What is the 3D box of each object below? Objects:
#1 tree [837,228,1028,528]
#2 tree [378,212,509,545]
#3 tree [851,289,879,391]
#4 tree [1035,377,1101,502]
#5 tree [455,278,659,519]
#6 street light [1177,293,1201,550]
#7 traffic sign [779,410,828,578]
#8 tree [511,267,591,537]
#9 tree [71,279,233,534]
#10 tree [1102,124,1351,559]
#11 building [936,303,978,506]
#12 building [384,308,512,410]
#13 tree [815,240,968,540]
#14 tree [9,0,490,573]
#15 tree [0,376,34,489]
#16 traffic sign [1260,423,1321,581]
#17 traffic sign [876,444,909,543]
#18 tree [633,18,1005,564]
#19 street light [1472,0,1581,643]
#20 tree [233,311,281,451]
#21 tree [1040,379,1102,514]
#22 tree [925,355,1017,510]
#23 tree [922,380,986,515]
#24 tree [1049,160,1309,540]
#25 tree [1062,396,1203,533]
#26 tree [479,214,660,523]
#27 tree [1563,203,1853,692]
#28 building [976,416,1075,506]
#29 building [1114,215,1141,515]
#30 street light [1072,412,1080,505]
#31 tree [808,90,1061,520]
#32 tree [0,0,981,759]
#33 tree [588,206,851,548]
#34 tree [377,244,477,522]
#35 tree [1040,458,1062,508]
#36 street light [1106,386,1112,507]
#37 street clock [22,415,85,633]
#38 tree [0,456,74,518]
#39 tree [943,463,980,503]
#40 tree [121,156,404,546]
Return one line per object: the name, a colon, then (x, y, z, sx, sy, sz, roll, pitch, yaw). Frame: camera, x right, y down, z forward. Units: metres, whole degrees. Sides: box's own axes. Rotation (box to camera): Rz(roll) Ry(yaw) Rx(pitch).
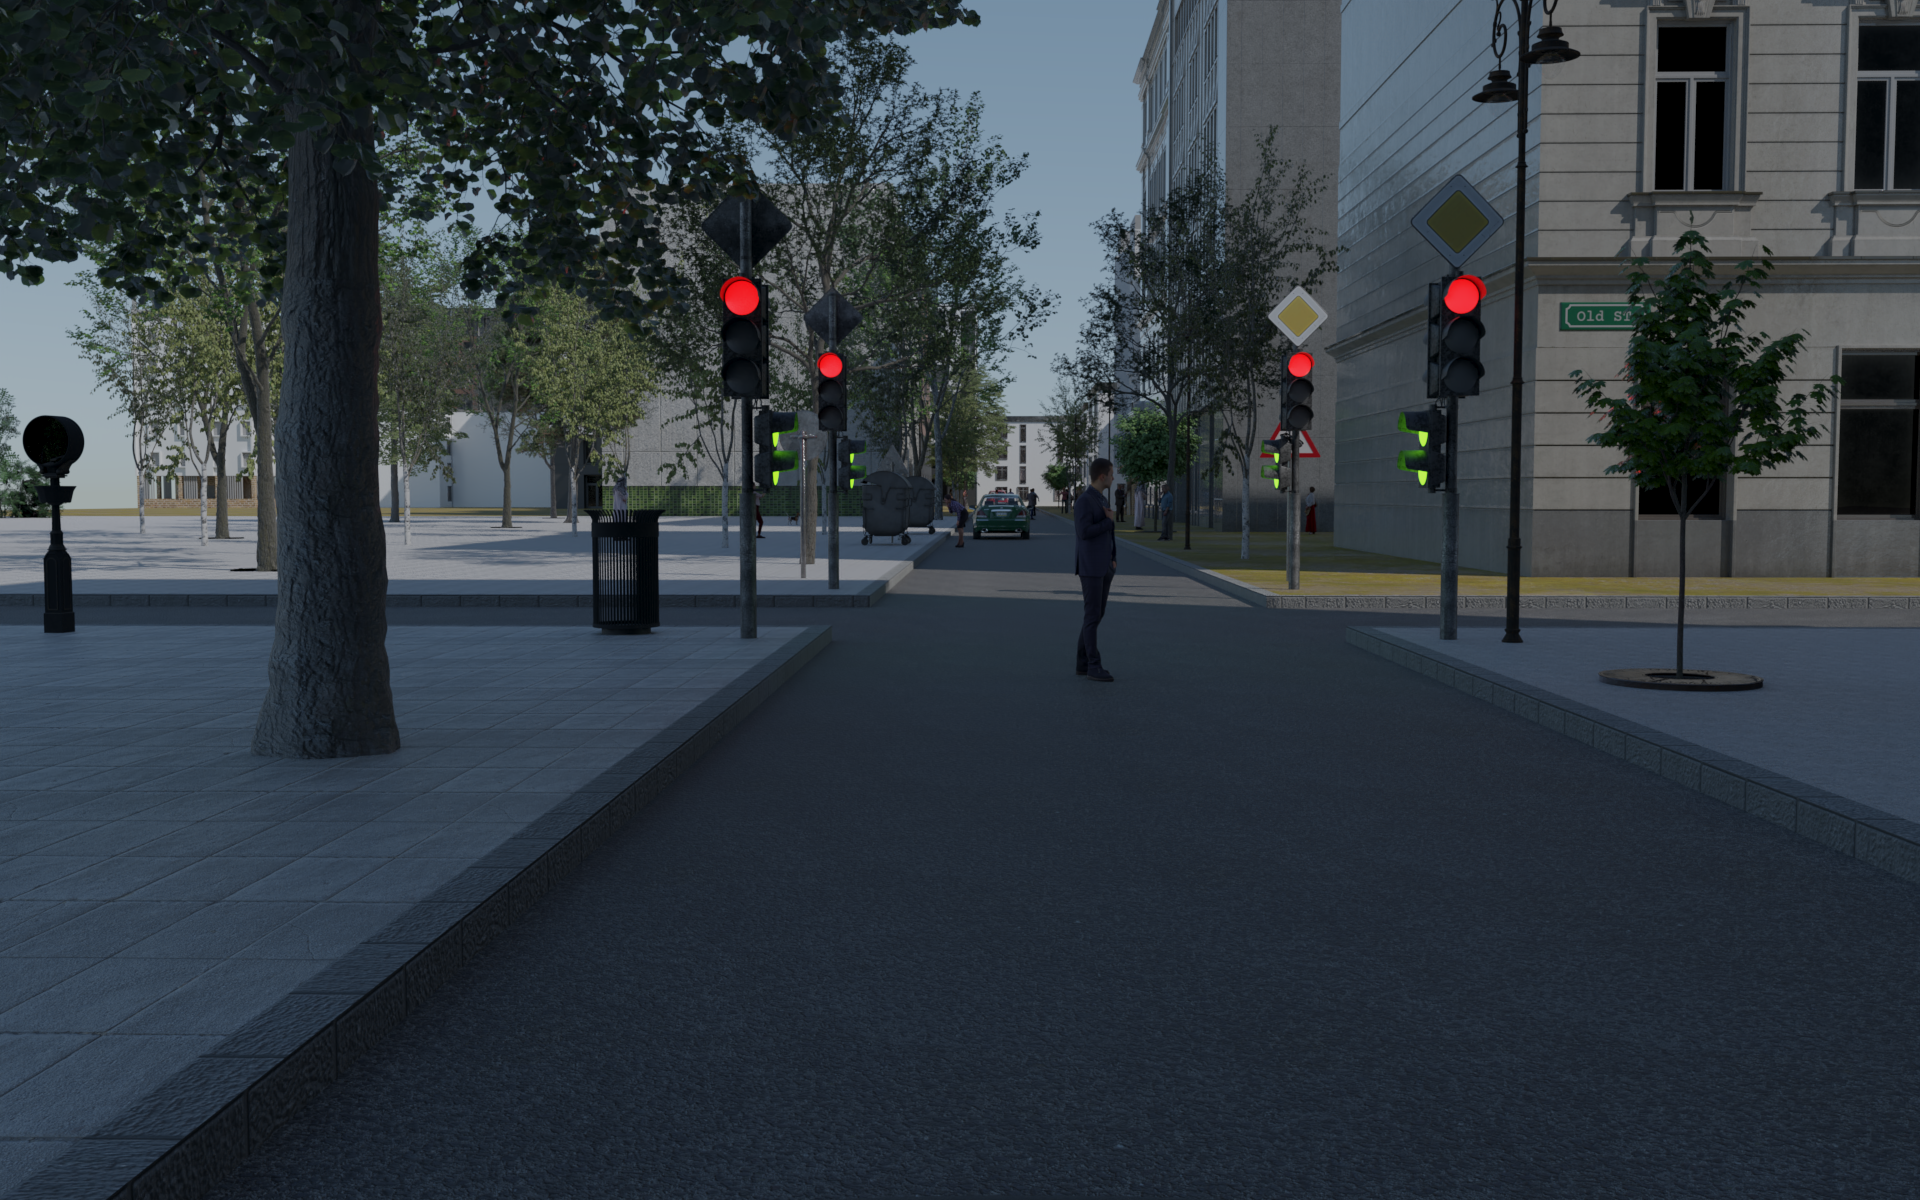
tree: (-1.519, -8.613, 66.572, 9.928, 11.665, 9.643, 0, 3, 0)
tree: (-13.673, -5.685, 43.315, 4.360, 8.622, 3.978, 0, 3, 0)
tree: (-4.532, -6.370, 54.520, 4.737, 8.622, 4.395, 0, 3, 0)
tree: (6.897, -9.545, 106.428, 4.737, 8.622, 4.395, 0, 3, 0)
tree: (-21.399, -11.012, 90.416, 12.009, 13.543, 11.850, 0, 3, 0)
street light: (5.261, -4.103, 39.870, 0.468, 5.910, 1.993, 0, 4, 1)
traffic sign: (-2.387, -1.603, 26.310, 0.768, 2.556, 0.104, 1, 4, 11)
tree: (-11.423, -6.182, 51.442, 4.737, 8.622, 4.395, 0, 3, 0)
tree: (-26.405, -6.476, 56.243, 4.360, 8.622, 3.978, 0, 3, 0)
tree: (5.411, -5.118, 34.036, 4.360, 8.622, 3.978, 0, 3, 0)
building: (-14.330, -21.735, 199.336, 32.646, 21.610, 27.936, 0, 4, 1)
building: (-46.959, -21.804, 200.464, 32.646, 21.610, 27.936, 0, 4, 1)
tree: (-1.903, -5.967, 47.918, 4.360, 8.622, 3.978, 0, 3, 0)
tree: (-11.657, -6.277, 28.386, 9.928, 11.665, 9.643, 0, 3, 0)
tree: (-43.752, -6.034, 61.555, 11.467, 7.101, 20.602, 1, 4, 11)
traffic sign: (4.834, -1.555, 25.421, 0.884, 2.594, 0.081, 0, 4, 2)
traffic sign: (-1.776, -2.775, 45.374, 0.884, 2.594, 0.081, 0, 4, 5)
tree: (-2.455, -5.927, 31.315, 7.601, 10.594, 8.767, 0, 4, 5)
street light: (4.782, -2.570, 14.814, 0.468, 5.910, 1.993, 0, 4, 1)
tree: (-24.679, -6.896, 63.109, 4.360, 8.622, 3.978, 0, 3, 0)
tree: (7.305, -9.846, 111.345, 4.360, 8.622, 3.978, 0, 3, 0)
tree: (0.877, -13.642, 141.180, 7.486, 12.596, 7.792, 0, 3, 0)
tree: (-0.368, -9.451, 104.887, 4.737, 8.622, 4.395, 0, 3, 0)
tree: (6.123, -6.943, 47.929, 7.601, 10.594, 8.767, -1, 4, -13)
tree: (6.506, -4.548, 58.066, 4.285, 4.588, 4.351, 0, 3, 0)
tree: (-17.022, -10.317, 76.102, 7.806, 13.903, 7.818, 0, 3, 0)
tree: (4.754, -1.039, 11.595, 1.663, 3.219, 1.824, 0, 3, 0)
building: (15.830, -15.179, 190.320, 28.070, 9.664, 9.099, 0, 4, 1)
building: (17.915, -15.480, 109.524, 16.016, 20.091, 11.380, 0, 4, 1)
street light: (6.537, -7.655, 97.940, 0.468, 5.910, 1.993, 0, 4, 1)
tree: (-1.125, -13.922, 83.514, 12.611, 20.169, 13.585, 0, 3, 0)
tree: (-3.222, -6.222, 8.385, 9.857, 13.997, 8.962, 0, 3, 0)
tree: (-5.775, -5.562, 41.302, 4.737, 8.622, 4.395, 0, 3, 0)
tree: (-25.850, -9.827, 78.801, 7.486, 12.596, 7.792, 0, 3, 0)
tree: (9.046, -10.727, 159.093, 4.285, 4.588, 4.351, 0, 3, 0)
street light: (5.972, -5.900, 69.258, 0.468, 5.910, 1.993, 0, 4, 1)
street clock: (-8.356, -0.700, 16.013, 0.471, 2.002, 0.358, 0, 4, 7)
tree: (-53.450, -11.284, 86.310, 13.155, 14.587, 18.604, -1, 4, -8)
tree: (0.071, -10.285, 151.879, 4.285, 4.588, 4.351, 0, 3, 0)
tree: (-14.558, -5.266, 36.463, 4.737, 8.622, 4.395, 0, 3, 0)
